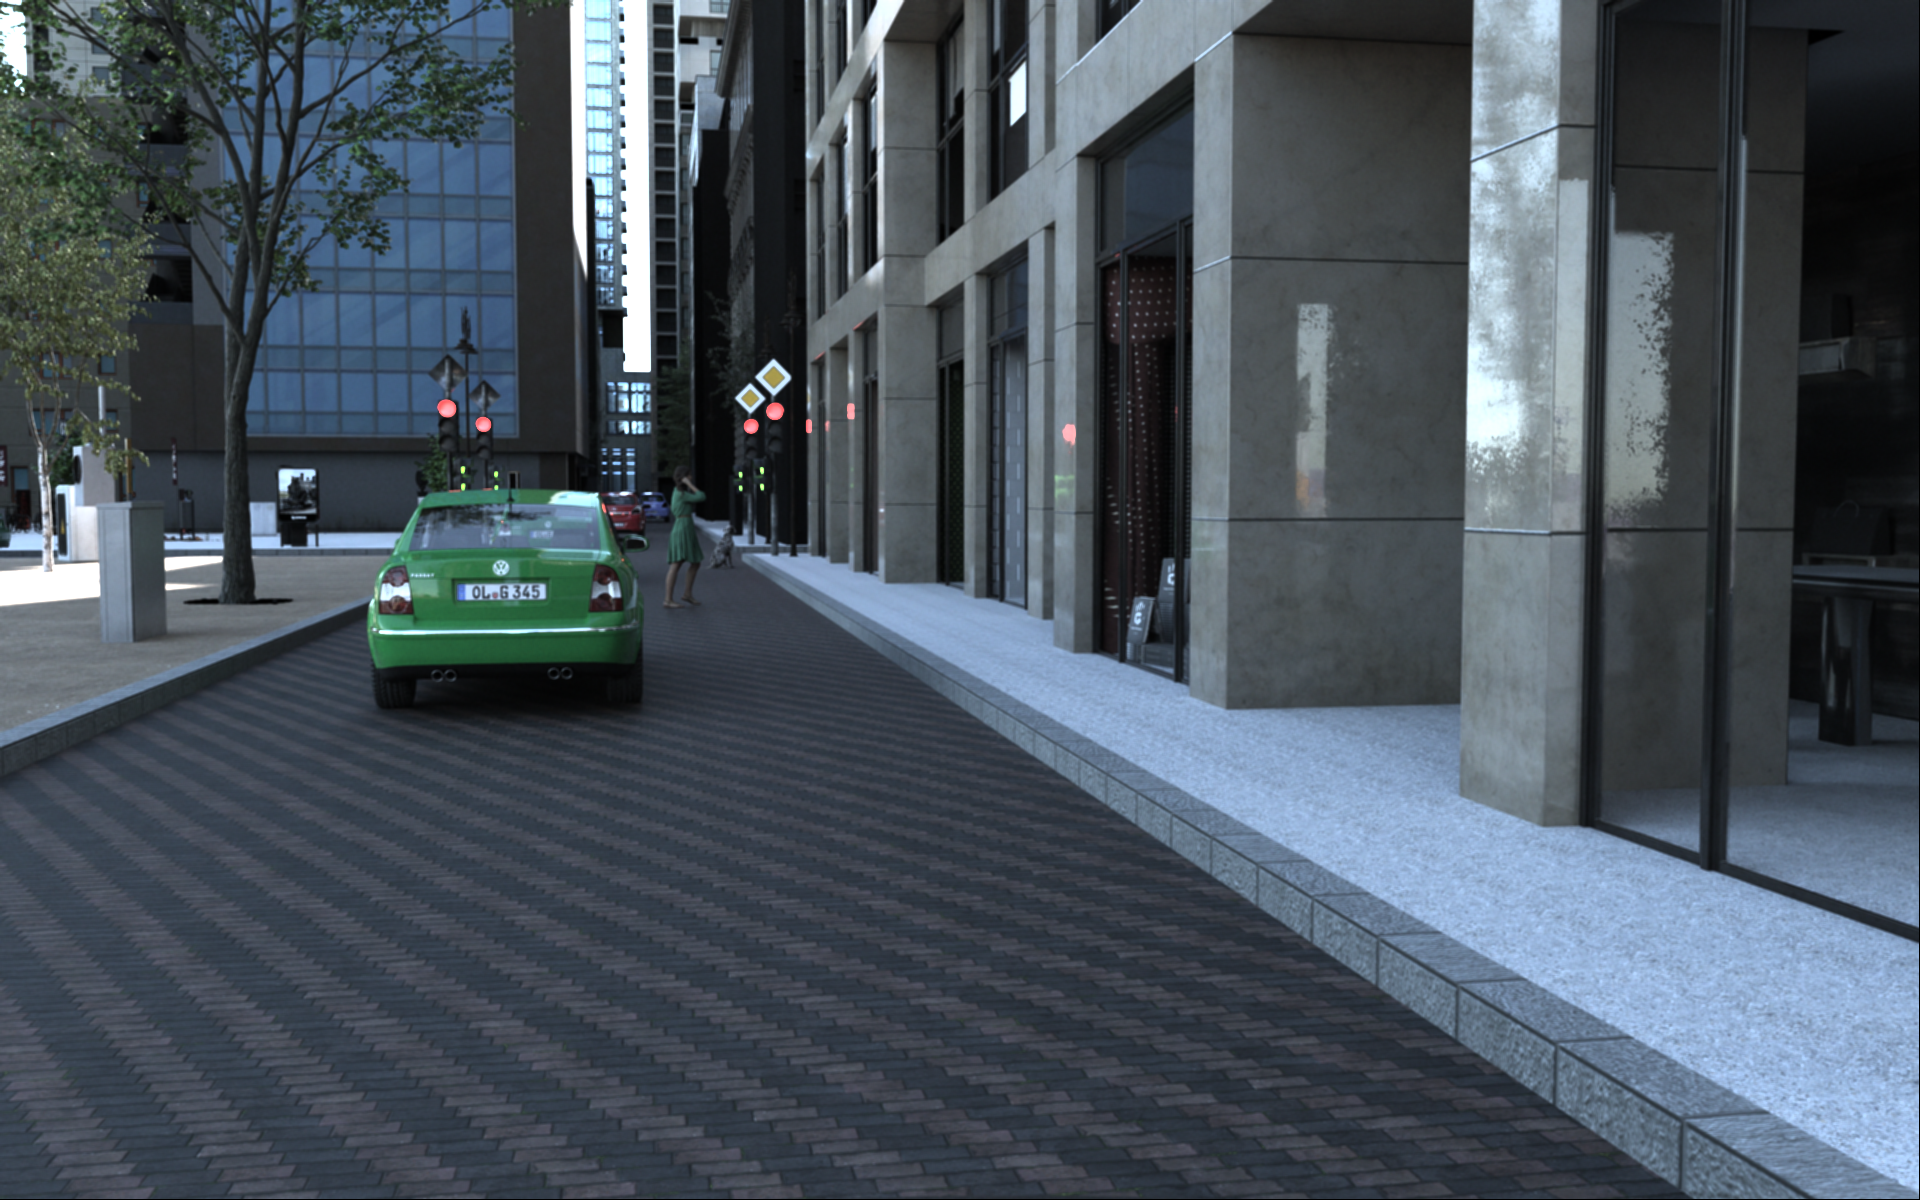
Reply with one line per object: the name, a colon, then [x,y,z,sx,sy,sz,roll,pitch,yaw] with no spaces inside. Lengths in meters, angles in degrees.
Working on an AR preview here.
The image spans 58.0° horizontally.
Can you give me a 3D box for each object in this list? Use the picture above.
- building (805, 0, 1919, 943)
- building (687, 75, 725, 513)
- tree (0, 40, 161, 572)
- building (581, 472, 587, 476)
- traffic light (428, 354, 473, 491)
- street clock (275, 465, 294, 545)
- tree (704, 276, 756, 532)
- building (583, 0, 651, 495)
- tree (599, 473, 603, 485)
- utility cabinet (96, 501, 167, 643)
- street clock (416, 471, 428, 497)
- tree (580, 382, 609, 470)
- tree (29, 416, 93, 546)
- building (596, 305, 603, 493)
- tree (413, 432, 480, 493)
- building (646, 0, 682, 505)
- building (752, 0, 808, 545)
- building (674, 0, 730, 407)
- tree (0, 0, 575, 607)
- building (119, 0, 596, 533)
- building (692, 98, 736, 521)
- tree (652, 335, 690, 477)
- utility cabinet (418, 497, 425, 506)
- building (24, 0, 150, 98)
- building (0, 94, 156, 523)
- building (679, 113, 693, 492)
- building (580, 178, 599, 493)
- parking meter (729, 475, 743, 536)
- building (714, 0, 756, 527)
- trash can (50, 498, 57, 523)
building: [9.301,-13.219,20.643,19.350,26.468,34.151,-1,4,-10]
building: [-10.683,-17.792,108.915,12.078,24.808,19.932,-1,4,-10]
tree: [-14.877,-4.745,27.943,4.737,8.622,4.395,0,3,0]
building: [-39.410,-28.959,128.102,22.147,44.769,28.867,-1,4,-10]
traffic light: [-10.230,-2.805,34.783,0.839,4.253,0.868,-1,4,-10]
street clock: [-17.003,-2.396,43.739,0.471,2.002,0.358,1,4,19]
tree: [-6.763,-6.612,58.470,4.360,8.622,3.978,0,3,0]
building: [-52.819,-54.589,205.198,31.000,86.520,22.319,-1,4,-10]
tree: [-35.093,-10.911,162.107,4.285,4.588,4.351,0,3,0]
utility cabinet: [-7.357,-0.259,15.393,0.306,1.237,1.020,-1,4,-10]
street clock: [-16.566,-2.985,53.383,0.358,2.002,0.471,-3,5,-39]
tree: [-24.823,-9.858,111.542,4.360,8.622,3.978,0,3,0]
tree: [-22.036,-2.974,43.222,1.663,3.219,1.824,0,3,0]
building: [-51.472,-20.239,175.951,28.899,21.520,27.650,-1,4,-10]
tree: [-14.066,-3.221,47.272,1.663,3.219,1.824,0,3,0]
building: [-27.401,-47.209,210.116,20.611,71.187,20.563,-1,4,-10]
building: [2.331,-13.491,50.250,15.834,23.373,12.332,-1,4,-10]
building: [-11.995,-34.746,157.334,28.713,52.752,27.495,-1,4,-10]
tree: [-8.313,-5.766,20.035,9.928,11.665,9.643,0,3,0]
building: [-20.944,-25.234,62.680,14.600,45.320,14.200,-1,4,-10]
building: [-7.603,-16.006,91.375,12.332,23.373,15.834,-1,4,-10]
tree: [-18.225,-12.546,123.255,7.486,12.596,7.792,0,3,0]
utility cabinet: [-13.521,-2.032,44.385,0.306,1.237,1.020,1,4,9]
building: [-92.807,-46.503,198.569,20.611,71.187,20.563,-1,4,-10]
building: [-34.959,-15.033,90.834,27.650,21.520,28.899,-1,4,-10]
building: [-14.836,-22.268,135.791,14.160,30.474,14.107,-1,4,-10]
building: [-38.943,-23.178,150.668,14.160,30.474,14.107,-1,4,-10]
parking meter: [-6.925,-2.930,53.611,0.255,1.863,0.399,3,4,37]
building: [-4.280,-14.915,72.740,11.050,23.489,19.941,-1,4,-10]
trash can: [-32.233,-3.065,61.764,0.748,1.137,0.748,0,3,0]
